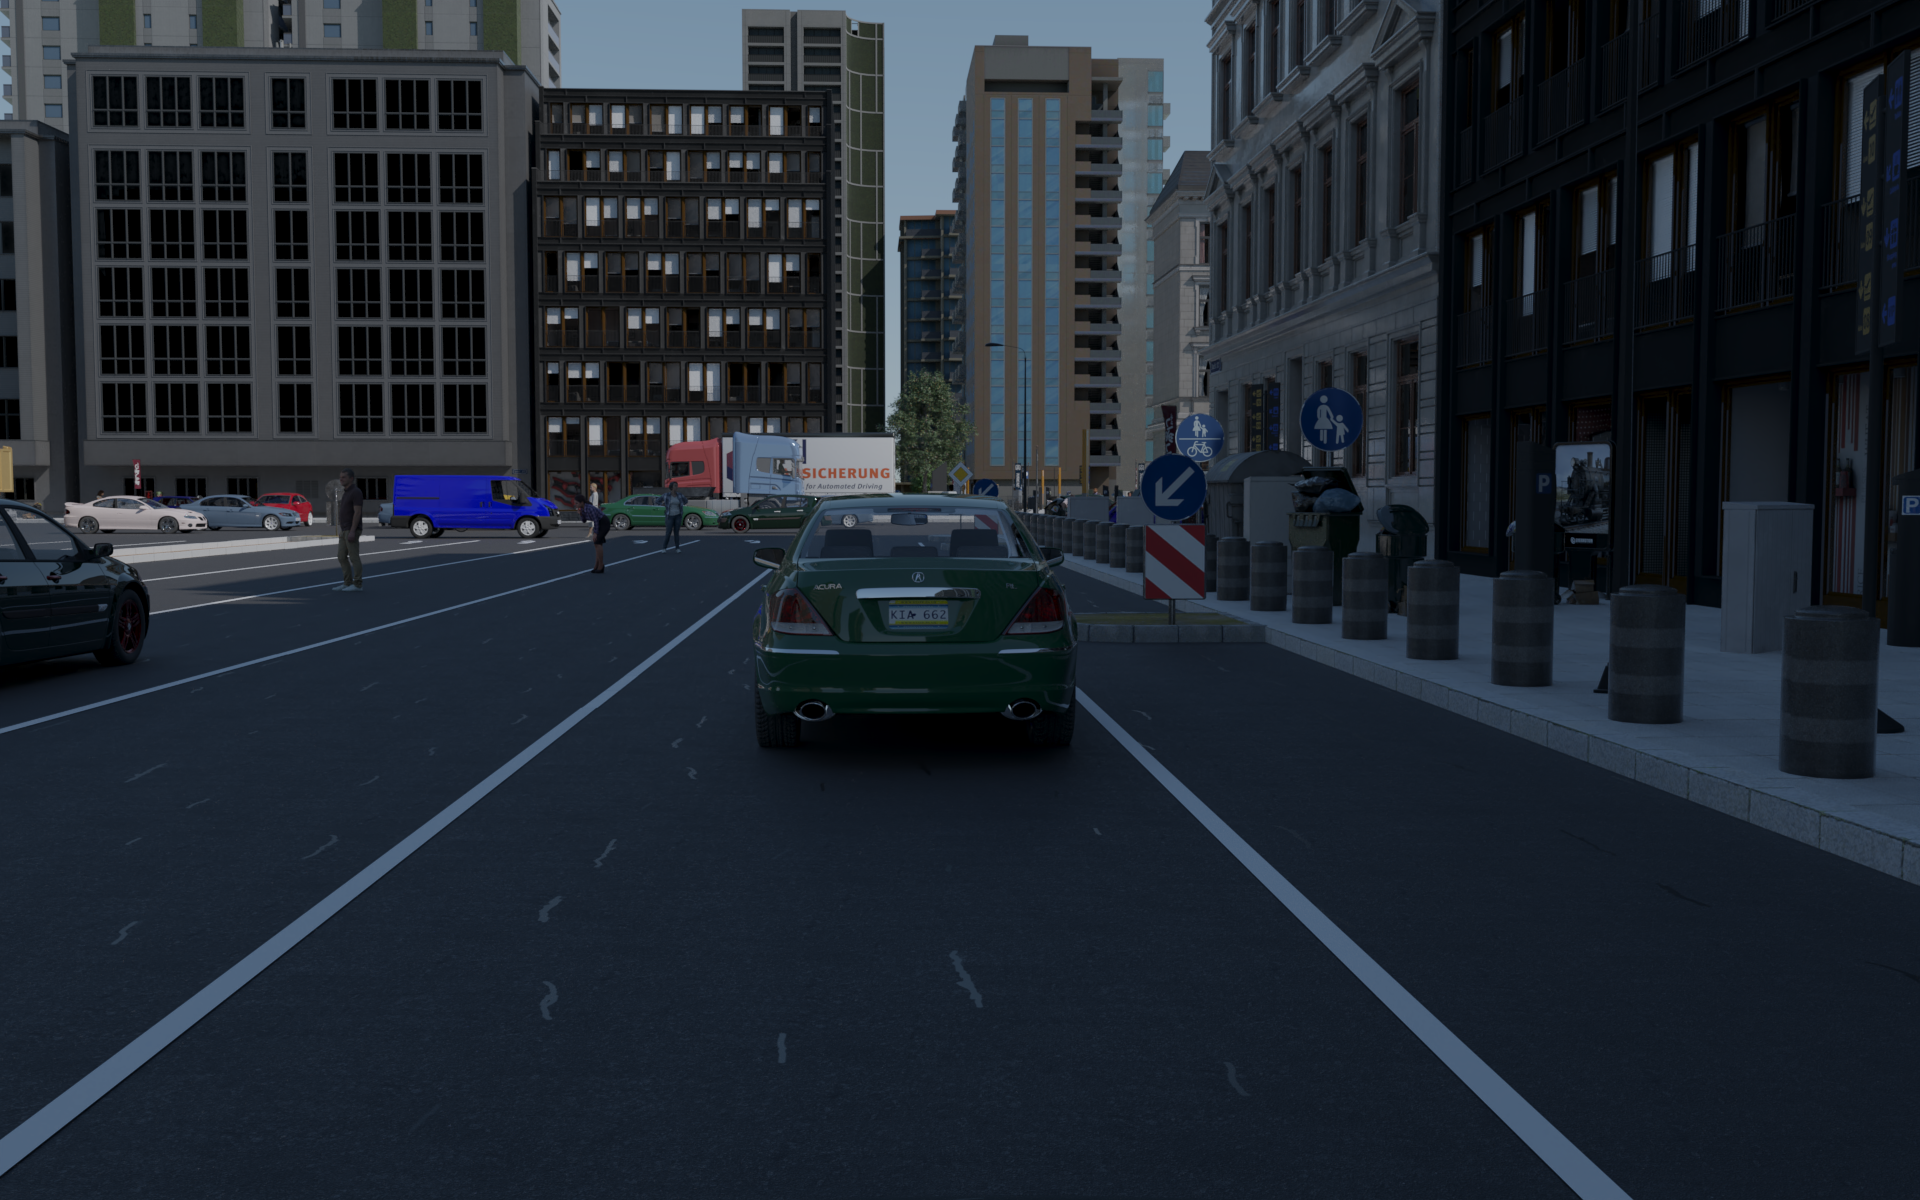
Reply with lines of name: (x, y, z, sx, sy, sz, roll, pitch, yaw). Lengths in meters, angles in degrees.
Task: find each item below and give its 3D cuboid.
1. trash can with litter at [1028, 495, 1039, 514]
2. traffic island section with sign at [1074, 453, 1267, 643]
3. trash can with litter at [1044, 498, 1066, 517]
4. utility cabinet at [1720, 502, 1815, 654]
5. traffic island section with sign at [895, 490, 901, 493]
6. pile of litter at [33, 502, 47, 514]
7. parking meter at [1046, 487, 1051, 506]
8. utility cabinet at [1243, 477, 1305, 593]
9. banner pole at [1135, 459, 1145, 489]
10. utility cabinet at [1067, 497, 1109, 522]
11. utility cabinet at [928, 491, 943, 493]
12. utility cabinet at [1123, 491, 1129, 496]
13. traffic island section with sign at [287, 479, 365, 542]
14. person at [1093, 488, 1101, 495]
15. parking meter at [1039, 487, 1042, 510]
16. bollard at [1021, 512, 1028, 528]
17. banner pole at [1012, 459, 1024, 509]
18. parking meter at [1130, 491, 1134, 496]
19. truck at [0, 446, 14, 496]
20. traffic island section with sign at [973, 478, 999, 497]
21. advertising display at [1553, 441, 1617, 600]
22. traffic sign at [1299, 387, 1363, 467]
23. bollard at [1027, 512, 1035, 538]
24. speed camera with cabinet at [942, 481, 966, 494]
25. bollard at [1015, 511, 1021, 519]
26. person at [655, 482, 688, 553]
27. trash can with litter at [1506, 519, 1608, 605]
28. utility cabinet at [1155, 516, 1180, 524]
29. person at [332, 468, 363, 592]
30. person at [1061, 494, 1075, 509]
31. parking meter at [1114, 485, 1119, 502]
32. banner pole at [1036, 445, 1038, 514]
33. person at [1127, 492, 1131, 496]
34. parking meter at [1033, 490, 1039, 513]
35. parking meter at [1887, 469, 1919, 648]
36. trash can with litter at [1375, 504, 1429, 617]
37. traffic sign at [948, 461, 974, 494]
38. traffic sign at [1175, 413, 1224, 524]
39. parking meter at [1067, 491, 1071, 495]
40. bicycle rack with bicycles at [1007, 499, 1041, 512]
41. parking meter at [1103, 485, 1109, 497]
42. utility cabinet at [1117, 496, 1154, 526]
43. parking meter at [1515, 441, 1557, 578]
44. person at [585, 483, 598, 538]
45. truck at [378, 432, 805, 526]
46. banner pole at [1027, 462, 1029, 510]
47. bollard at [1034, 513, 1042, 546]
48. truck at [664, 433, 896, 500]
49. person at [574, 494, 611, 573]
trash can with litter: (4.741, -5.808, 106.022, 2.233, 1.210, 1.678, 1, 4, 19)
traffic island section with sign: (1.941, -0.553, 17.672, 1.989, 1.847, 2.006, 0, 4, -3)
trash can with litter: (2.402, -2.227, 47.801, 1.055, 1.170, 0.624, 3, 5, 40)
utility cabinet: (6.661, -0.190, 14.273, 1.020, 1.237, 0.306, -3, 5, -40)
traffic island section with sign: (-7.974, -12.016, 205.091, 1.989, 1.847, 2.006, 0, 4, -3)
pile of litter: (-47.938, -4.619, 89.489, 1.176, 0.858, 1.719, 1, 4, 22)
parking meter: (7.074, -8.112, 138.336, 0.399, 1.863, 0.255, 3, 4, 36)
utility cabinet: (4.233, -0.824, 22.149, 1.173, 1.500, 0.318, 0, 4, -6)
banner pole: (12.794, -8.176, 123.692, 0.863, 3.779, 0.401, 0, 4, 6)
utility cabinet: (3.221, -1.982, 43.572, 1.020, 1.237, 0.306, -1, 4, -11)
utility cabinet: (-1.956, -7.919, 138.156, 1.173, 1.500, 0.318, 0, 4, 0)
utility cabinet: (12.795, -7.611, 133.124, 0.318, 1.500, 1.173, 1, 4, 18)
traffic island section with sign: (-19.120, -2.719, 52.591, 2.006, 1.907, 1.989, 0, 4, -3)
person: (6.403, -4.457, 82.191, 0.431, 1.722, 0.655, -3, 5, -43)
parking meter: (6.541, -8.244, 140.506, 0.255, 1.863, 0.399, 0, 4, -3)
bollard: (1.932, -1.970, 46.927, 0.404, 0.777, 0.398, 0, 3, 0)
banner pole: (3.969, -8.123, 122.820, 0.863, 3.779, 0.401, -1, 4, -23)
parking meter: (14.943, -8.656, 149.939, 0.372, 1.533, 0.369, 0, 3, 0)
truck: (-38.716, -3.954, 60.577, 9.791, 3.379, 3.469, 0, 4, -5)
traffic island section with sign: (0.510, -2.199, 44.589, 1.989, 1.847, 2.006, 0, 4, -3)
advertising display: (7.662, -0.982, 21.274, 0.123, 1.923, 0.974, -2, 4, -25)
traffic sign: (4.430, -1.264, 20.769, 0.768, 2.556, 0.104, 0, 4, -2)
bollard: (2.035, -1.857, 45.076, 0.404, 0.777, 0.398, 0, 3, 0)
speed camera with cabinet: (-0.405, -7.396, 115.256, 0.660, 3.252, 2.038, 2, 4, 35)
bollard: (1.835, -2.084, 48.784, 0.404, 0.777, 0.398, 0, 3, 0)
person: (-6.975, -2.009, 42.078, 0.841, 1.734, 0.376, -2, 4, -24)
trash can with litter: (6.976, -0.541, 20.241, 1.055, 1.170, 0.624, 0, 4, -1)
utility cabinet: (3.922, -1.461, 32.572, 0.318, 1.500, 1.173, 1, 4, 15)
person: (-9.031, -1.035, 25.542, 0.434, 1.807, 0.598, -2, 4, -25)
person: (4.083, -3.317, 65.921, 0.628, 1.438, 0.799, 2, 4, 29)
parking meter: (10.320, -6.641, 114.288, 0.255, 1.863, 0.399, 0, 4, 1)
banner pole: (3.979, -6.076, 89.363, 0.401, 3.779, 0.863, 0, 4, 8)
person: (8.271, -4.448, 83.588, 0.546, 1.535, 0.453, 2, 4, 28)
parking meter: (4.819, -6.232, 110.312, 0.372, 1.533, 0.369, 0, 3, 0)
parking meter: (8.052, -0.379, 14.608, 0.372, 1.533, 0.369, 0, 3, 0)
trash can with litter: (4.847, -0.435, 18.508, 0.624, 1.170, 1.055, 0, 4, -7)
traffic sign: (0.021, -3.036, 53.282, 0.795, 2.450, 0.064, 0, 4, -3)
traffic sign: (3.784, -1.669, 27.400, 0.768, 2.556, 0.104, 0, 4, 4)
parking meter: (9.110, -8.360, 145.089, 0.372, 1.533, 0.369, 0, 3, 0)
bicycle rack with bicycles: (4.488, -6.959, 127.157, 2.925, 0.926, 2.852, 0, 4, 4)
parking meter: (9.215, -6.342, 109.402, 0.399, 1.863, 0.255, 1, 4, 11)
utility cabinet: (4.896, -2.277, 48.383, 1.020, 1.237, 0.306, 0, 4, 2)
parking meter: (6.420, -0.832, 19.319, 0.399, 1.863, 0.255, -2, 4, -26)
person: (-11.894, -2.910, 56.429, 0.624, 1.780, 0.694, 0, 4, 4)
truck: (-15.513, -5.239, 75.414, 18.799, 4.110, 2.967, 0, 4, -3)
banner pole: (5.209, -8.994, 137.066, 0.863, 3.779, 0.401, 2, 4, 33)
bollard: (2.133, -1.743, 43.222, 0.404, 0.777, 0.398, 0, 3, 0)
truck: (-8.630, -5.588, 80.285, 11.283, 4.237, 2.839, 0, 4, -1)
person: (-6.633, -1.195, 31.272, 0.697, 1.427, 0.421, -3, 5, -42)
